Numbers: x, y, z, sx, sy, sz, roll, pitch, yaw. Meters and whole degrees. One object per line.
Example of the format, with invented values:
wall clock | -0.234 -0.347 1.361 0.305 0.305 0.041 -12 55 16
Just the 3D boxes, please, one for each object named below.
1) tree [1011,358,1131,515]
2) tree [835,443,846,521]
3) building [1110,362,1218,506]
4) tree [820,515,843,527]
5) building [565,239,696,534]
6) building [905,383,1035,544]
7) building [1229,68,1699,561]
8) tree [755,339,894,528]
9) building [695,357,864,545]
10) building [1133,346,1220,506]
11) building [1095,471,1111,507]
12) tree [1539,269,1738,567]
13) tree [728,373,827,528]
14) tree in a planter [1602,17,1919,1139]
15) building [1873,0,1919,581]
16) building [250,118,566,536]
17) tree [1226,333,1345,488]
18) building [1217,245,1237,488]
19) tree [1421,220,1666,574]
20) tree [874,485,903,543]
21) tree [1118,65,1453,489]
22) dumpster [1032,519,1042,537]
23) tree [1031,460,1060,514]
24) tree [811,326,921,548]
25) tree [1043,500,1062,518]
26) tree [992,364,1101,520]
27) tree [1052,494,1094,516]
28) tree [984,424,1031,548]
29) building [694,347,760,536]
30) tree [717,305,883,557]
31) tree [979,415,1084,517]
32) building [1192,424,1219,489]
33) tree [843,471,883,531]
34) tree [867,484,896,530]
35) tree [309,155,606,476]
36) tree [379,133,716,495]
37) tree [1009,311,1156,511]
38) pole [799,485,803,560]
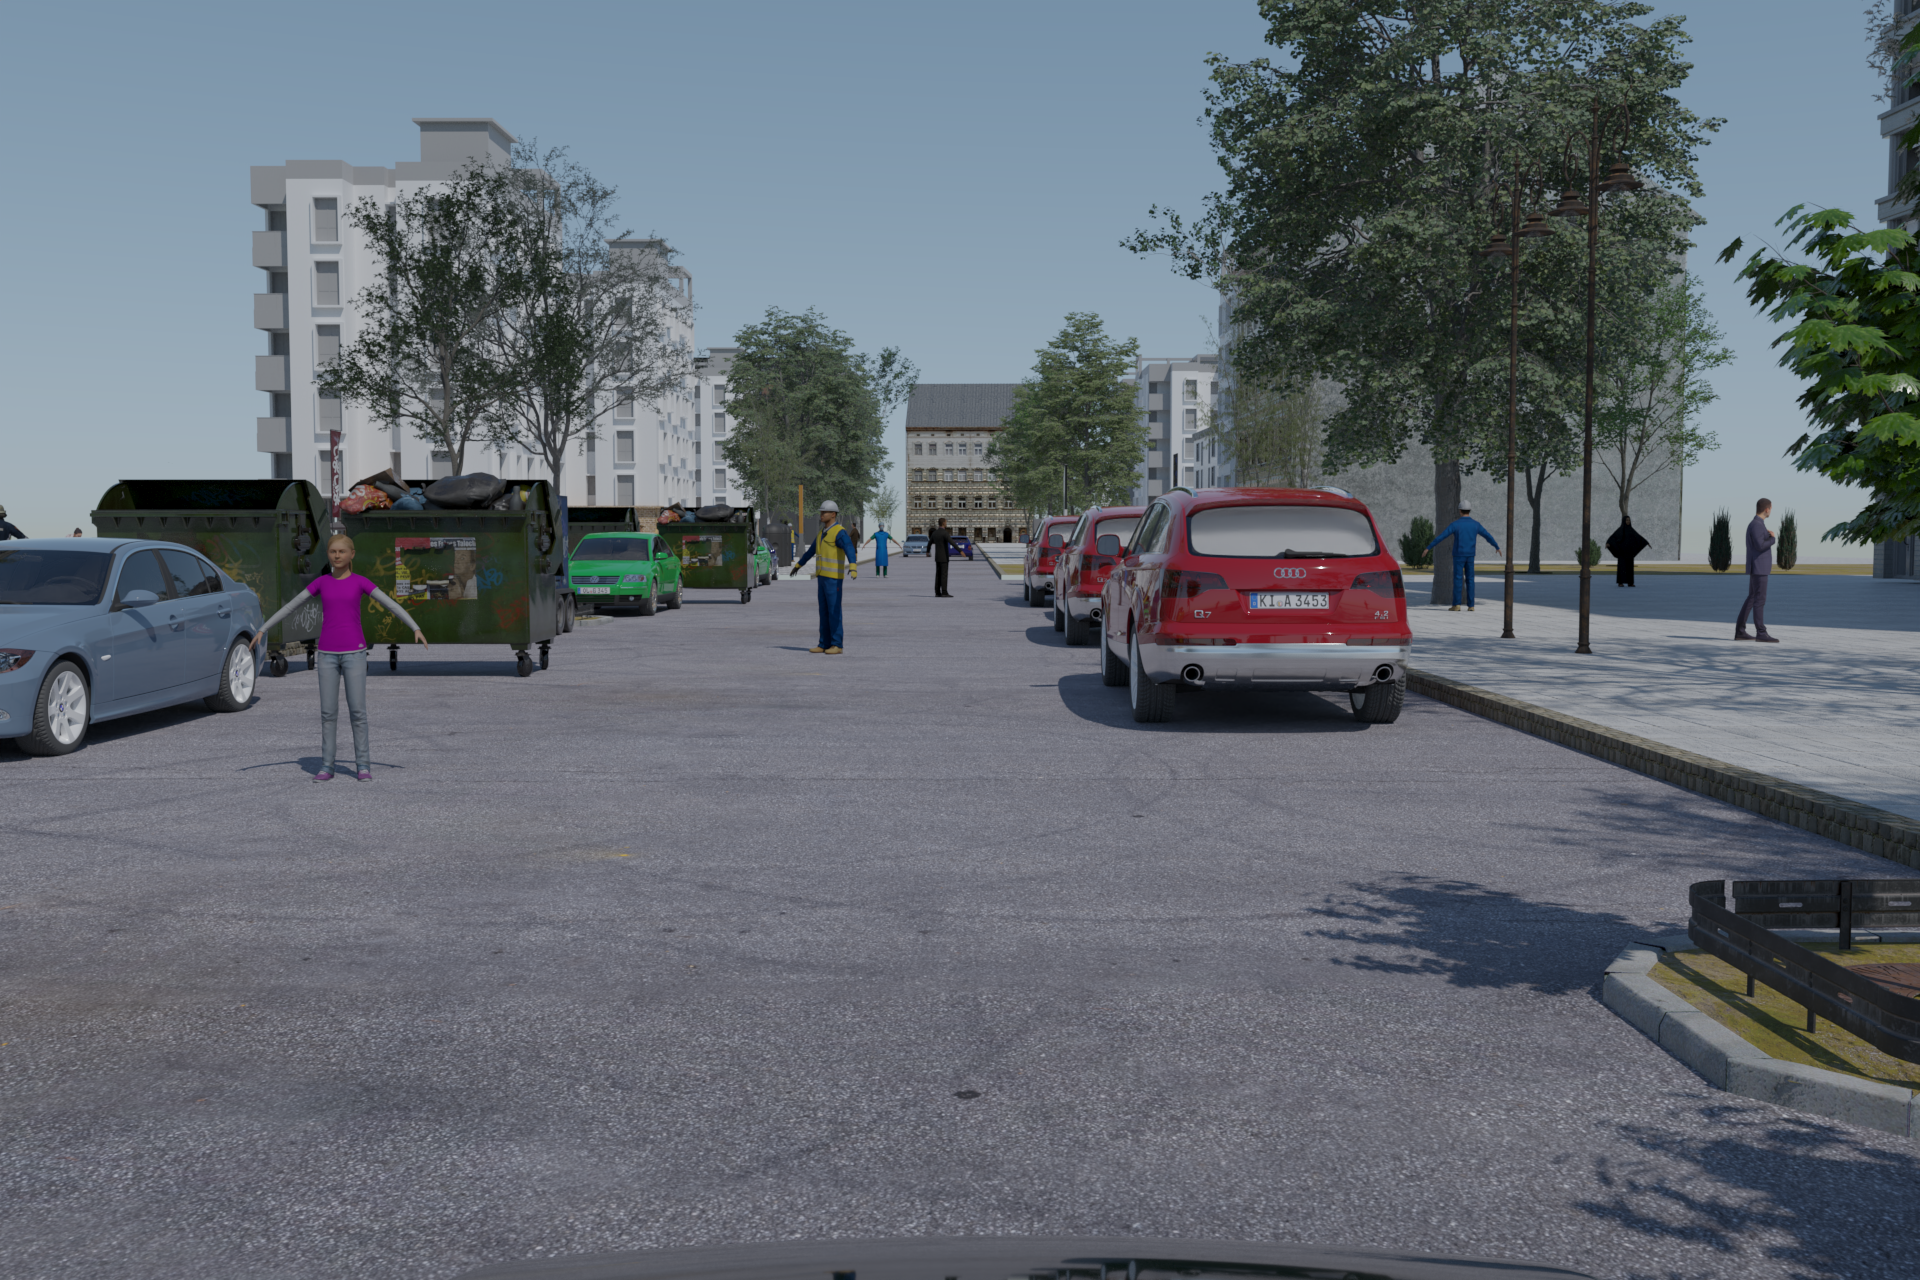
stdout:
tree | 6.513 -10.752 101.556 9.928 11.665 9.643 0 3 0
tree | -9.567 -10.884 128.321 4.360 8.622 3.978 0 3 0
building | 22.416 -20.942 198.828 16.016 20.090 11.380 0 4 0
tree | -9.337 -11.353 135.984 4.360 8.622 3.978 0 3 0
building | -24.248 -15.653 112.352 16.016 20.090 11.380 0 4 1
building | 1.761 -25.550 251.131 18.063 23.208 19.493 0 4 2
building | 25.214 -15.916 91.151 19.493 23.208 18.063 0 4 0
tree | -8.614 -12.550 111.845 9.857 13.997 8.962 0 3 0
building | -26.991 -22.784 216.497 27.936 21.610 32.646 0 4 0
building | 23.474 -19.939 182.424 16.016 20.090 11.380 0 4 0
building | 23.162 -17.559 229.233 9.099 9.664 28.070 0 4 1
tree | 26.157 -8.691 67.853 9.928 11.665 9.643 0 3 0
tree | -9.043 -7.928 79.986 4.360 8.622 3.978 0 3 0
tree in a planter | 2.961 -0.465 4.825 1.991 3.239 1.994 0 4 0
building | 28.304 -11.683 37.700 8.464 21.280 15.925 0 4 1
building | -26.208 -13.687 80.196 16.016 20.090 11.380 0 3 0
tree | 11.705 -6.668 59.386 4.360 8.622 3.978 0 3 0
building | 22.221 -15.751 113.940 16.016 20.090 11.380 0 4 0
tree | 18.565 -7.953 55.790 9.928 11.665 9.643 0 3 0
tree | -9.902 -18.408 251.326 4.360 8.622 3.978 0 3 0
tree | 12.902 -13.205 71.798 12.611 20.169 13.585 0 3 0
dumpster | 2.915 -2.460 48.441 1.865 1.857 1.264 0 3 0
tree | 6.180 -11.244 134.199 4.360 8.622 3.978 0 3 0
tree | -10.845 -18.539 158.994 12.611 20.169 13.585 0 3 0
tree | 6.652 -12.005 146.650 4.360 8.622 3.978 0 3 0
tree | 5.978 -12.011 114.501 7.486 12.596 7.792 0 3 0
tree | 16.536 -20.337 250.642 7.486 12.596 7.792 0 3 0
tree | 6.052 -14.073 155.841 9.928 11.665 9.643 0 3 0
building | -27.062 -19.579 176.535 16.016 20.090 11.380 0 4 1
tree | -8.864 -11.522 95.046 9.857 13.997 8.962 0 3 0
tree | 5.885 -11.642 124.763 8.767 10.594 7.601 -1 4 -19
building | 24.071 -11.591 131.666 9.099 9.664 28.070 0 4 0
tree | -9.223 -12.007 146.671 4.360 8.622 3.978 0 3 0
tree | -11.250 -18.135 246.876 4.737 8.622 4.395 0 3 0
tree | -11.993 -6.579 41.972 8.767 10.594 7.601 2 4 32
tree | -12.555 -8.750 53.432 12.009 13.543 11.850 0 3 0
tree | 6.357 -10.451 88.996 7.486 12.596 7.792 0 3 0
pole | -6.628 -4.796 72.265 0.158 3.312 0.155 0 3 0
